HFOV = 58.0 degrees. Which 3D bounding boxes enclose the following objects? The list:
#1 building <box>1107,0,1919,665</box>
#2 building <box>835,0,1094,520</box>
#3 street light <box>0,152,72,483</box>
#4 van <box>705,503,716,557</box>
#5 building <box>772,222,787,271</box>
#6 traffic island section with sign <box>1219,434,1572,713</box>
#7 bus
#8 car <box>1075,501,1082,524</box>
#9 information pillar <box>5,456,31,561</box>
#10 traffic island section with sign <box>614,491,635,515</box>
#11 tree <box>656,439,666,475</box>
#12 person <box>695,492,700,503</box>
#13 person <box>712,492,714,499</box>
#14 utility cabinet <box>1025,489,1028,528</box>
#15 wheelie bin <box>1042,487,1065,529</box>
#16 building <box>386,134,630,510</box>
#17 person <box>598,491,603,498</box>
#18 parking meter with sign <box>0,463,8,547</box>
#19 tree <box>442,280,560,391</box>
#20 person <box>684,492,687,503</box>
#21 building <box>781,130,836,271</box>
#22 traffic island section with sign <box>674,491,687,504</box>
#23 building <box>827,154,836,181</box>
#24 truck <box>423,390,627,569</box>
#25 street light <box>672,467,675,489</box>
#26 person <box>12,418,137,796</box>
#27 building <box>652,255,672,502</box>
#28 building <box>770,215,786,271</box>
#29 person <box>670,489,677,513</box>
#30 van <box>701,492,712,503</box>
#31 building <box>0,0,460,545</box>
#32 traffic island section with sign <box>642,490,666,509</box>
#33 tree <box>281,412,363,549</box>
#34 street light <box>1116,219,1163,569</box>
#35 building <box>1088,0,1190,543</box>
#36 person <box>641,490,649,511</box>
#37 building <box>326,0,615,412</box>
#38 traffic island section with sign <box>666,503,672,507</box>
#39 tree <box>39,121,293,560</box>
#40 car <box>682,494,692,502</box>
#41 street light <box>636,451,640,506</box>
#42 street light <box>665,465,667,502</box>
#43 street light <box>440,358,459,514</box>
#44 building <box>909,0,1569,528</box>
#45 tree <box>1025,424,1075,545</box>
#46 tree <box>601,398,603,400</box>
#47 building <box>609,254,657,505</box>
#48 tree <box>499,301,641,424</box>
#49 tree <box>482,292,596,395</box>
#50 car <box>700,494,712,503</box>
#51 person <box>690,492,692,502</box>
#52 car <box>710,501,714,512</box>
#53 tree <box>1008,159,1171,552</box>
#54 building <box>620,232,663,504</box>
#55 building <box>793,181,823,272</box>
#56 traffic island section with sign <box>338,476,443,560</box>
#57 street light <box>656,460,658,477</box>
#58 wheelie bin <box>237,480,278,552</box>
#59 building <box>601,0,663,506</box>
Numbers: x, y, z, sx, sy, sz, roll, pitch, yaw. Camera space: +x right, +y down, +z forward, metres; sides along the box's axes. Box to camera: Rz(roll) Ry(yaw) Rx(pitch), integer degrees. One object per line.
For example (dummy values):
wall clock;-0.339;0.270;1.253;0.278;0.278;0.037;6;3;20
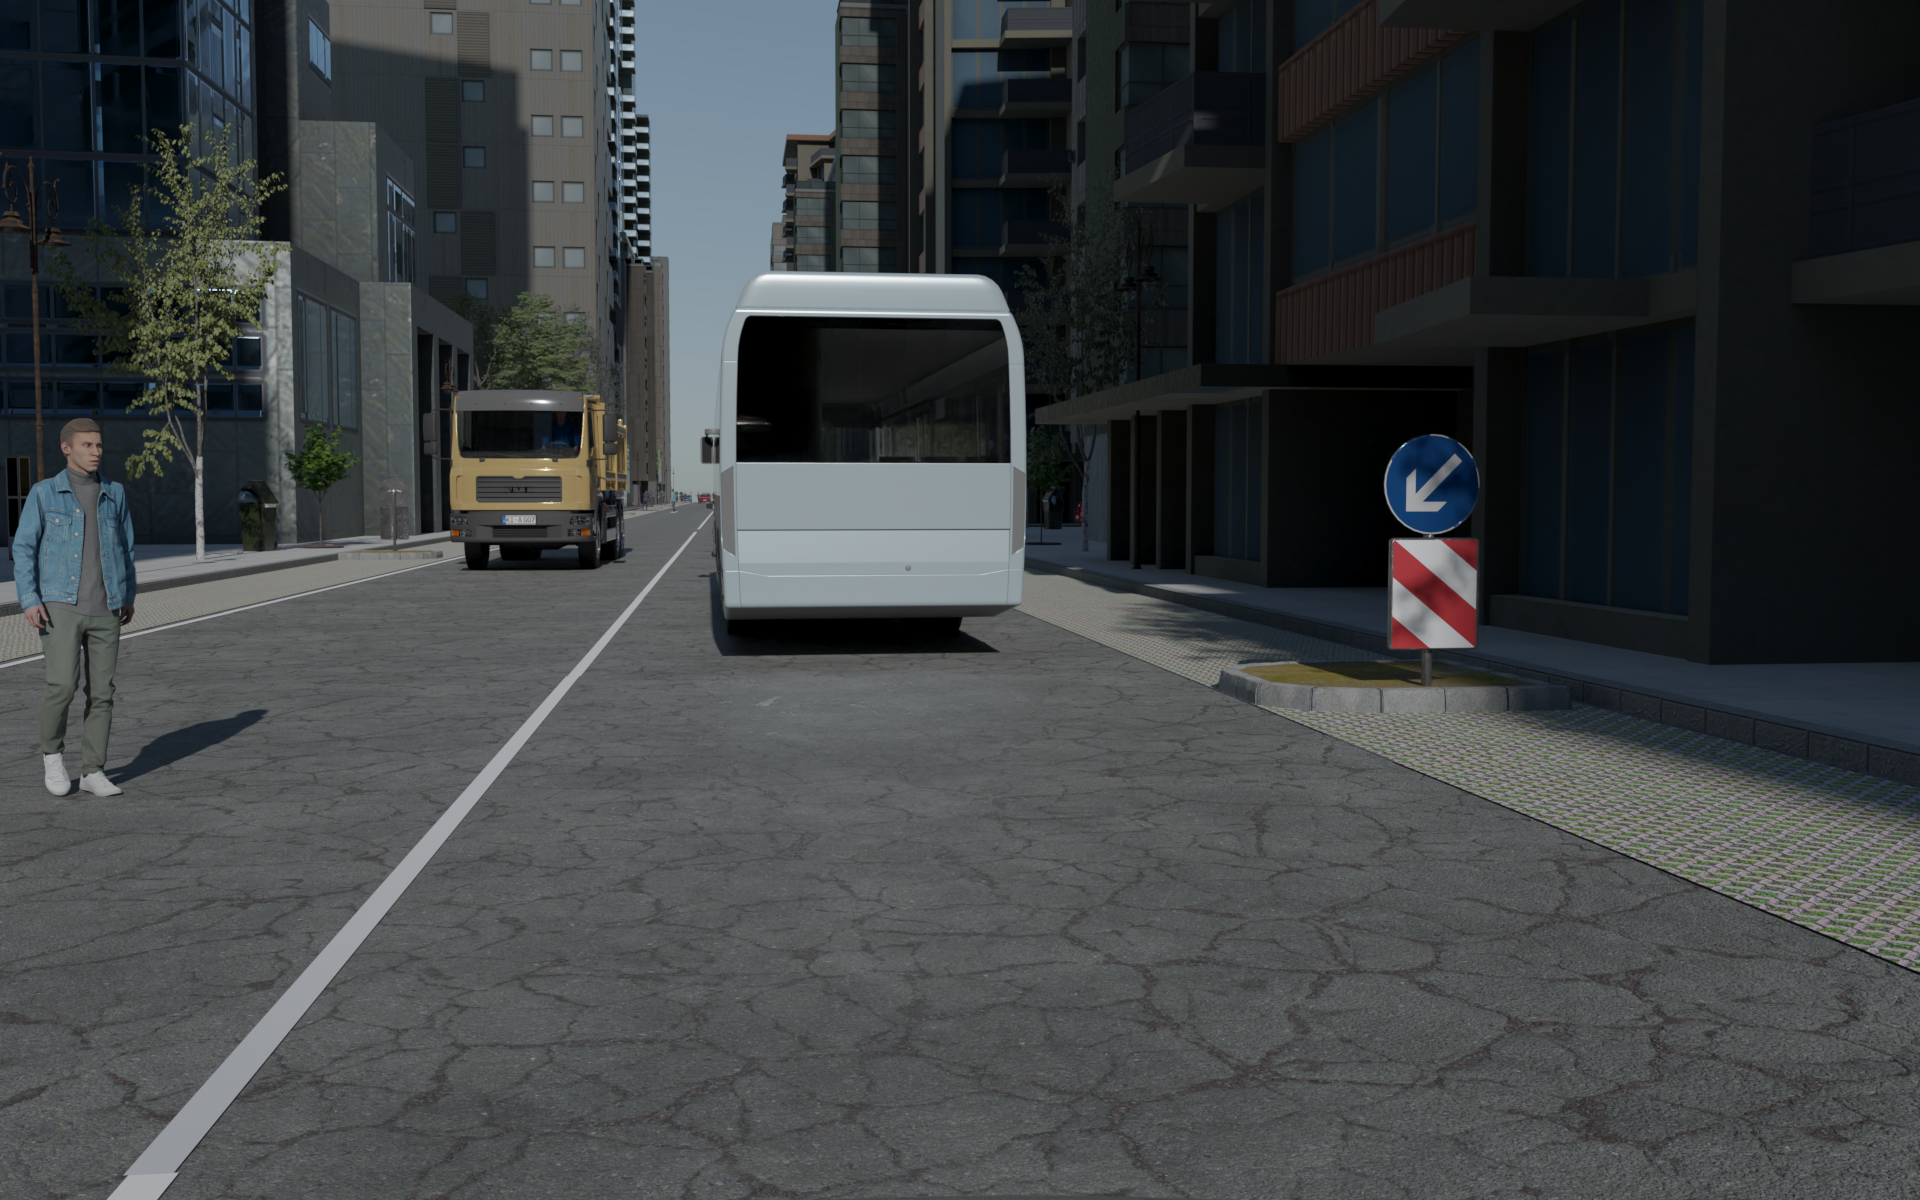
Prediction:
building;14.048;-22.416;21.130;22.147;44.769;28.867;0;4;-8
building;-0.574;-20.345;104.343;14.160;30.474;14.107;0;4;-8
street light;-12.719;-3.125;23.886;0.468;5.910;1.993;0;4;-8
van;-4.983;-2.065;40.776;2.013;2.044;4.112;0;4;-8
building;-21.396;-35.416;262.643;14.154;41.232;14.086;0;4;-8
traffic island section with sign;2.922;-0.220;12.227;1.989;1.847;2.006;0;4;-8
bus;-1.667;-1.598;20.979;2.948;3.499;13.247;-1;4;-8
car;6.881;-3.703;69.584;4.494;1.783;2.155;0;4;-7
information pillar;-18.195;-1.774;33.498;0.304;2.012;0.304;1;4;14
traffic island section with sign;-23.391;-6.764;119.219;1.989;1.847;2.006;0;4;-8
tree;-39.630;-16.564;221.179;4.737;8.622;4.395;0;3;0
person;-40.060;-15.621;264.433;0.750;1.759;0.617;-2;4;-35
person;-41.678;-17.395;293.045;1.348;1.807;0.705;1;4;12
utility cabinet;1.932;-3.438;64.895;1.173;1.500;0.318;1;4;17
wheelie bin;3.398;-3.371;63.028;0.693;1.594;0.980;-1;4;-18
building;-46.405;-53.308;184.259;22.319;86.520;31.000;0;4;-8
person;-10.509;-2.555;50.546;0.520;1.790;0.573;1;4;19
parking meter with sign;-23.033;-2.793;41.925;1.738;3.016;0.543;-2;4;-30
tree;-21.004;-8.682;76.356;7.601;10.594;8.767;0;4;-2
person;-43.305;-16.124;273.051;0.541;1.710;0.530;0;4;-5
building;-10.189;-33.928;209.351;22.147;44.769;28.867;0;4;-8
traffic island section with sign;-41.111;-14.858;251.552;1.989;1.847;2.006;0;4;-8
building;-1.112;-30.058;183.324;32.217;40.220;23.993;0;4;-8
truck;-8.428;-2.406;35.260;3.469;3.379;9.791;0;4;-7
street light;-49.636;-20.027;300.229;0.468;5.910;1.993;0;4;-8
person;-4.176;0.039;8.207;0.444;1.785;0.601;3;5;43
building;-55.719;-37.033;289.081;14.154;41.232;14.086;0;4;-8
building;-21.329;-41.101;295.696;21.300;48.544;21.600;0;4;-8
person;-21.836;-7.565;132.208;0.620;1.820;0.660;1;4;12
van;-41.340;-16.819;282.001;2.013;2.044;4.112;-1;4;-9
building;-32.341;-45.117;50.341;31.000;86.520;22.319;0;4;-8
traffic island section with sign;-30.183;-9.870;170.007;1.989;1.847;2.006;0;4;-8
tree;-15.349;-2.849;41.184;1.663;3.219;1.824;0;3;0
street light;3.022;-3.463;29.402;0.468;5.910;1.993;0;4;-8
building;10.157;-17.067;50.741;14.160;30.474;14.107;0;4;-8
person;-27.252;-8.623;149.933;0.683;1.767;0.568;-1;4;-17
building;-45.603;-34.661;155.944;28.713;52.752;27.495;0;4;-8
traffic island section with sign;-33.792;-11.514;196.888;1.989;1.847;2.006;0;4;-8
tree;-15.128;-5.099;33.738;4.737;8.622;4.395;0;3;0
car;-46.731;-17.320;295.181;2.014;1.417;4.499;0;4;-8
street light;-33.852;-12.802;182.102;0.468;5.910;1.993;0;4;-8
street light;-44.904;-17.868;264.936;0.468;5.910;1.993;0;4;-8
street light;-17.339;-5.275;59.040;0.468;5.910;1.993;0;4;-8
building;10.288;-26.230;83.480;28.867;44.769;22.147;0;4;-8
tree;2.183;-3.015;43.900;1.663;3.219;1.824;0;3;0
tree;-27.493;-11.017;130.497;4.360;8.622;3.978;0;3;0
building;-44.143;-26.745;208.983;14.160;30.474;14.107;0;4;-8
tree;-25.382;-12.214;110.069;12.009;13.543;11.850;0;3;0
tree;-23.890;-10.993;97.861;7.486;12.596;7.792;0;3;0
car;-39.748;-15.944;269.719;2.155;1.783;4.494;0;4;-8
person;-46.934;-17.928;301.482;0.599;1.838;0.709;0;4;7
car;-10.562;-4.313;80.110;1.945;1.707;3.694;-1;4;-9
tree;2.772;-5.401;38.665;4.360;8.622;3.978;0;3;0
building;-57.611;-33.399;237.948;32.217;40.220;23.993;0;4;-8
building;-8.628;-23.924;162.853;14.160;30.474;14.107;0;4;-8
traffic island section with sign;-12.566;-1.819;38.372;1.989;1.847;2.006;0;4;-8
street light;-40.277;-15.722;229.843;0.468;5.910;1.993;0;4;-8
wheelie bin;-15.766;-1.891;38.828;0.693;1.594;0.980;0;4;8
building;-56.982;-58.231;264.745;22.319;86.520;31.000;0;4;-8
